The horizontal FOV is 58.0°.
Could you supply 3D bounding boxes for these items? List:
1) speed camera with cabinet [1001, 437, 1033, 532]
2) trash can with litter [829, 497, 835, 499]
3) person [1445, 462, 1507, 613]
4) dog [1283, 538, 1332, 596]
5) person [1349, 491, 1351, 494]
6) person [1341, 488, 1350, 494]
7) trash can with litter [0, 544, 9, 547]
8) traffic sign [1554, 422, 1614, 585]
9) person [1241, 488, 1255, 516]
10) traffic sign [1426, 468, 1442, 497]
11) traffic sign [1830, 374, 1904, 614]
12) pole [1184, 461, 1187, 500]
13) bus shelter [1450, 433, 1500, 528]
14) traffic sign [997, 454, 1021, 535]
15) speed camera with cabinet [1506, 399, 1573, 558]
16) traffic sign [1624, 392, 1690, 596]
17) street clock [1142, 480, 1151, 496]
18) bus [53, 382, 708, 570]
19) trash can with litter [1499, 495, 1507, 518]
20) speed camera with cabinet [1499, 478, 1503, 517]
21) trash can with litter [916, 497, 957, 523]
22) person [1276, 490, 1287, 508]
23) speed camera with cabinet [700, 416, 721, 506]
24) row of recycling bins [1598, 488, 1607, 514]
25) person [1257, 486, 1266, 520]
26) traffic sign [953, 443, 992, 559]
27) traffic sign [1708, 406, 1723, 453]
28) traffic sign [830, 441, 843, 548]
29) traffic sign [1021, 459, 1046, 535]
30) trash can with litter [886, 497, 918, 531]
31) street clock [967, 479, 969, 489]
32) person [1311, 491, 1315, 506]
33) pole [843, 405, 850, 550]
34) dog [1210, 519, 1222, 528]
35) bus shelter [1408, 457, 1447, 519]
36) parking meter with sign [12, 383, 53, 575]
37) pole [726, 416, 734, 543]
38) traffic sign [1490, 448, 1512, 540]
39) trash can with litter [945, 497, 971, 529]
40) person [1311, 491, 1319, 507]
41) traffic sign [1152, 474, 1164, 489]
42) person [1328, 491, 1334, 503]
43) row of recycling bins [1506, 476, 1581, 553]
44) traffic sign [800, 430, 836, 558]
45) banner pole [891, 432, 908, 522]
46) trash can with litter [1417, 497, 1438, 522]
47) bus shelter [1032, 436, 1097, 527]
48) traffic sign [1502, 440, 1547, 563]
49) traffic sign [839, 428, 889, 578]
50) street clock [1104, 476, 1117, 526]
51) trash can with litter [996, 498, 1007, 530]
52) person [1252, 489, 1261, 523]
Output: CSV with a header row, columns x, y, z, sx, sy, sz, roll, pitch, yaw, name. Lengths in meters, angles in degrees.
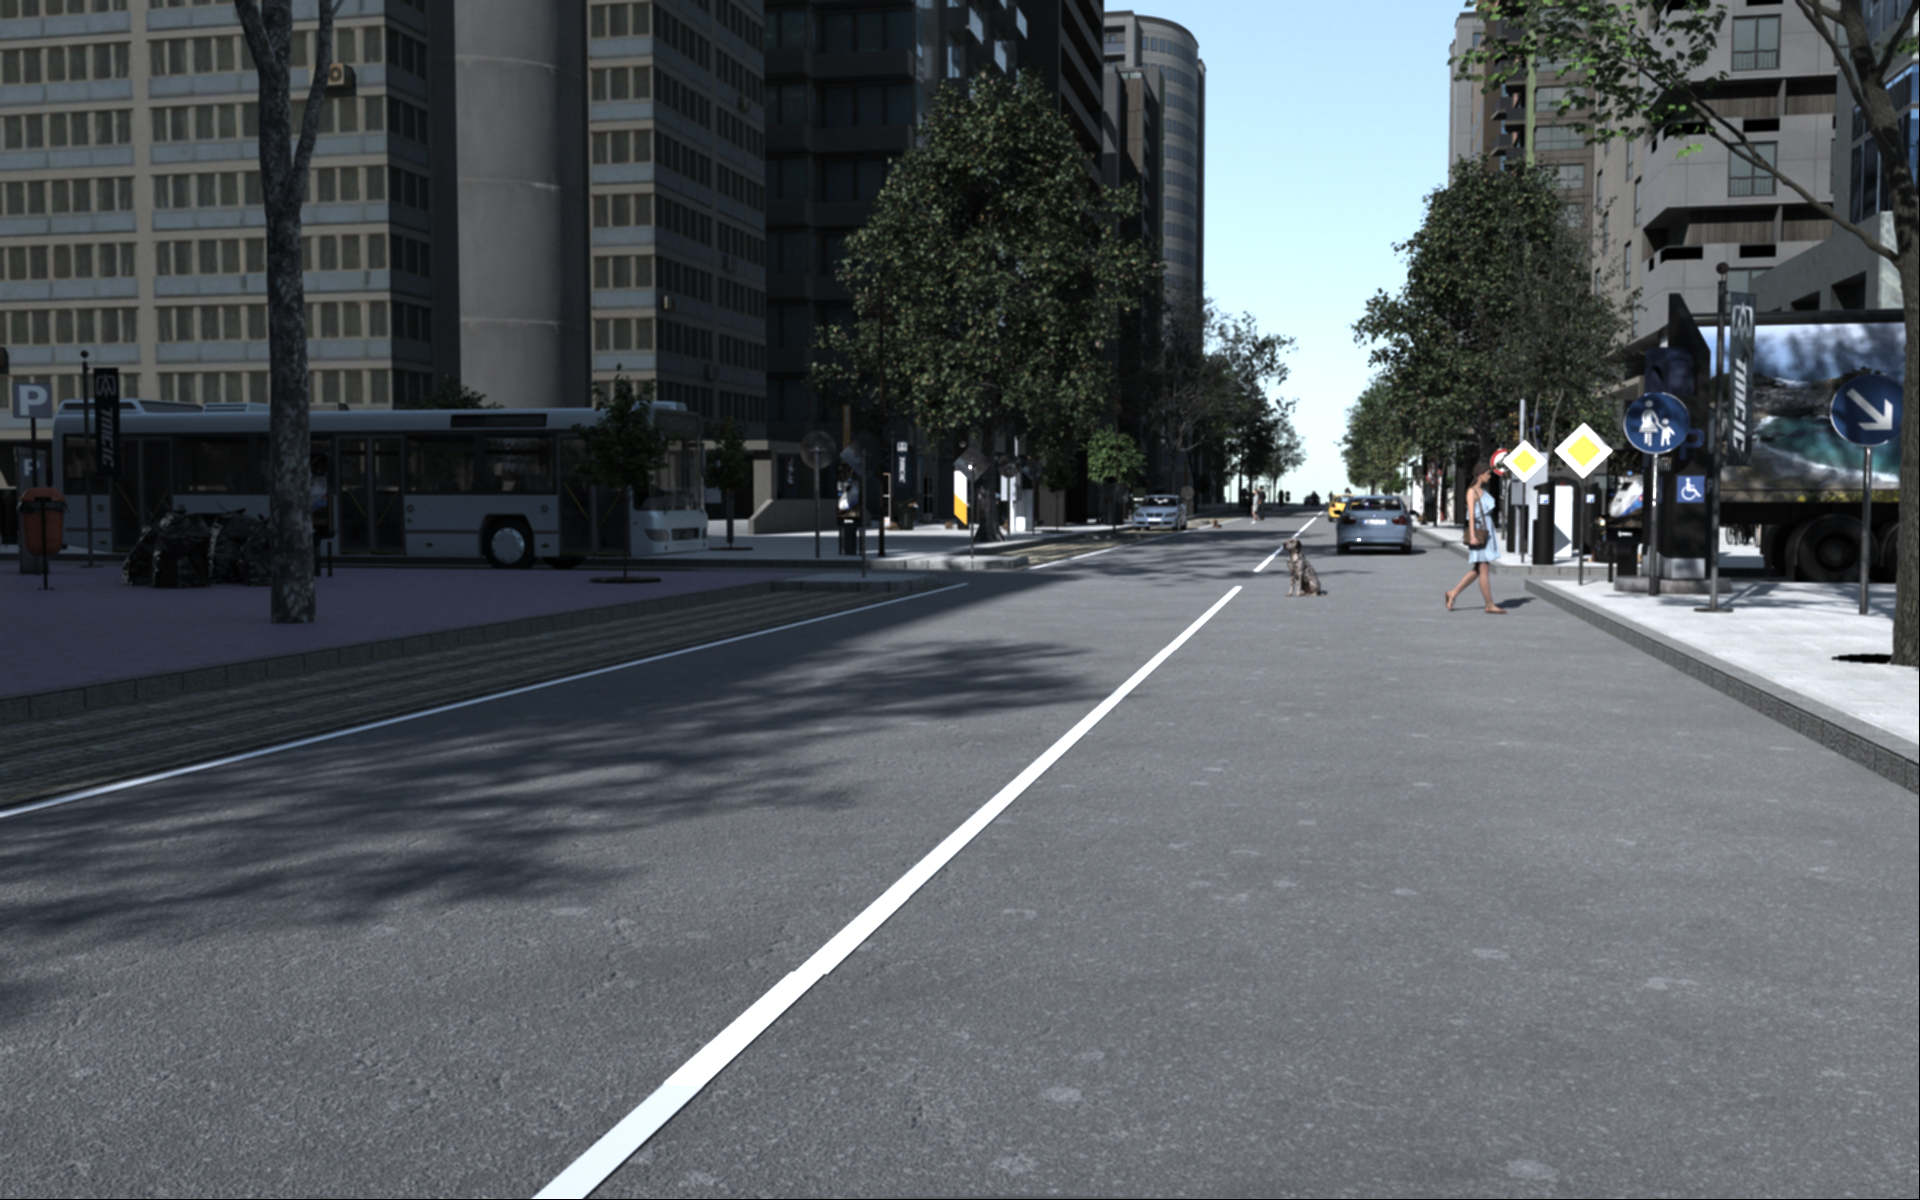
x,y,z,sx,sy,sz,roll,pitch,yaw,name
1.960,-3.968,59.210,0.660,3.252,2.038,1,4,19,speed camera with cabinet
-5.604,-3.999,76.763,0.624,1.170,1.055,1,4,11,trash can with litter
6.217,-0.753,20.903,0.778,1.811,0.616,3,4,38,person
4.941,-0.458,24.319,0.800,0.831,0.513,1,4,11,dog
35.012,-8.975,156.037,0.742,1.727,0.445,-1,4,-18,person
21.604,-5.410,97.226,0.793,1.790,0.793,-3,5,-39,person
-23.719,-1.858,41.436,1.678,1.210,2.233,0,4,-6,trash can with litter
8.723,-1.263,24.290,0.795,2.450,0.064,1,4,12,traffic sign
18.738,-6.304,111.584,1.348,1.823,0.705,0,3,0,person
22.672,-5.065,82.917,0.768,2.556,0.104,1,4,16,traffic sign
9.654,-1.121,18.434,0.768,2.556,0.104,1,4,21,traffic sign
14.031,-6.956,107.580,0.158,3.312,0.155,0,3,0,pole
20.375,-4.740,68.775,1.731,3.624,6.357,1,4,13,bus shelter
1.529,-3.326,54.493,0.768,2.556,0.104,1,4,17,traffic sign
11.939,-2.520,35.533,0.660,3.252,2.038,0,4,-2,speed camera with cabinet
8.732,-1.325,21.768,0.768,2.556,0.104,1,4,20,traffic sign
9.260,-4.992,86.183,0.358,2.002,0.471,-2,4,-25,street clock
-10.614,-2.326,32.897,13.247,3.499,2.948,1,4,13,bus
28.758,-4.924,91.566,1.678,1.210,2.233,-2,4,-33,trash can with litter
30.572,-6.228,96.169,0.660,3.252,2.038,0,4,-3,speed camera with cabinet
-1.111,-4.000,76.460,2.233,1.210,1.678,2,4,28,trash can with litter
33.654,-10.587,181.224,1.348,1.869,0.705,3,5,44,person
-6.750,-2.999,43.376,0.660,3.252,2.038,2,4,24,speed camera with cabinet
28.115,-4.343,78.124,3.534,1.692,1.069,2,4,32,row of recycling bins
16.550,-5.347,95.286,0.474,1.900,0.648,2,4,24,person
0.246,-1.878,34.348,0.795,2.450,0.064,1,4,12,traffic sign
10.134,-1.462,24.007,0.768,2.556,0.104,1,4,20,traffic sign
-2.786,-2.528,41.438,0.768,2.556,0.104,1,4,17,traffic sign
2.295,-3.231,54.017,0.795,2.450,0.064,1,4,14,traffic sign
-2.045,-3.031,60.952,1.055,1.170,0.624,-2,4,-31,trash can with litter
0.291,-4.696,81.349,0.358,2.002,0.471,0,4,3,street clock
43.636,-12.576,214.097,1.348,1.826,0.705,3,5,43,person
-2.598,-2.807,39.733,0.158,3.312,0.155,0,3,0,pole
10.766,-3.230,73.000,0.550,0.427,0.748,1,4,19,dog
24.693,-5.950,91.211,2.014,3.302,5.546,1,4,12,bus shelter
-15.005,-1.943,28.022,0.543,3.016,1.738,-2,4,-30,parking meter with sign
-6.025,-3.149,45.337,0.158,3.312,0.155,0,3,0,pole
15.155,-2.945,48.257,0.768,2.556,0.104,1,4,17,traffic sign
-0.113,-3.178,63.342,1.055,1.170,0.624,0,4,1,trash can with litter
39.624,-11.261,193.172,0.990,1.755,0.434,0,4,-2,person
12.372,-6.610,108.180,0.768,2.556,0.104,1,4,19,traffic sign
46.366,-12.704,216.290,1.350,1.814,0.705,-2,4,-34,person
13.183,-1.962,39.198,1.069,1.692,3.534,2,4,34,row of recycling bins
-2.860,-2.116,34.706,0.768,2.556,0.104,1,4,15,traffic sign
-2.470,-4.858,69.446,0.863,3.779,0.401,0,4,-4,banner pole
21.333,-4.128,78.881,1.055,1.170,0.624,-3,5,-40,trash can with litter
4.262,-4.828,70.224,1.731,3.624,6.357,1,4,12,bus shelter
10.442,-1.740,32.089,0.795,2.450,0.064,1,4,12,traffic sign
-1.473,-1.401,26.550,0.795,2.450,0.064,1,4,12,traffic sign
6.085,-4.009,70.120,0.471,2.002,0.358,-2,4,-35,street clock
1.980,-3.047,61.200,1.055,1.170,0.624,1,4,21,trash can with litter
14.525,-4.622,85.080,0.522,1.701,0.512,0,4,-3,person
